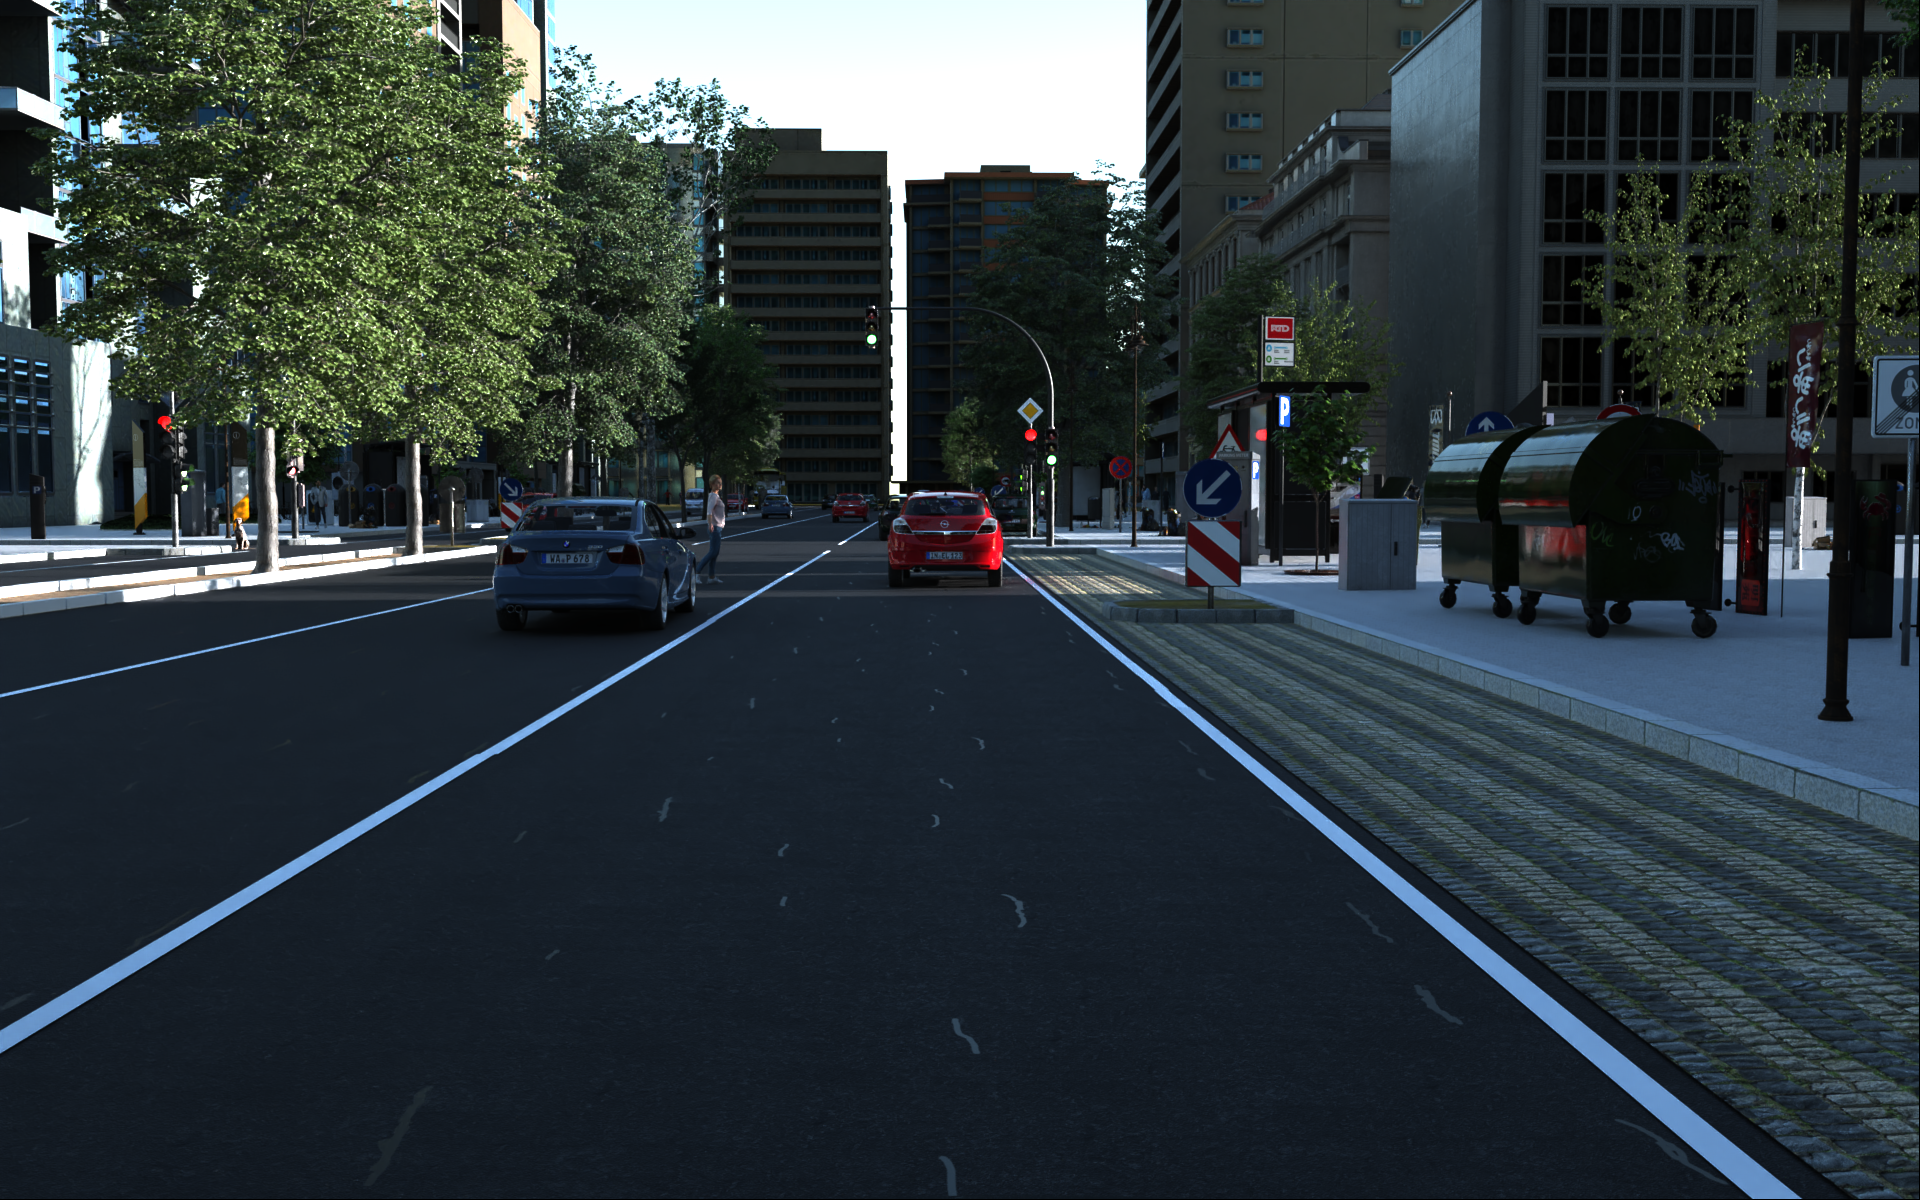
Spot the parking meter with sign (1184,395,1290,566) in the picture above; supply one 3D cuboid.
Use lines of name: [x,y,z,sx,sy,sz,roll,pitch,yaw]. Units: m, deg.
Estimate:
parking meter with sign: [5.010,-2.138,31.217,1.738,3.016,0.543,2,4,31]

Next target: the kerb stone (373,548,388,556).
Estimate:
kerb stone: [-13.586,-1.104,40.303,0.120,0.150,1.000,0,4,-1]

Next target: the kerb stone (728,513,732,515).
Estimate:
kerb stone: [-15.086,-5.527,112.564,0.120,0.150,1.000,0,4,-1]

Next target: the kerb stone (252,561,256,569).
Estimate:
kerb stone: [-13.442,-0.667,33.126,0.120,0.150,1.000,0,4,-1]

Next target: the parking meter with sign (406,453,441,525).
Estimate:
parking meter with sign: [-22.240,-4.582,71.172,1.738,3.016,0.543,-1,4,-8]

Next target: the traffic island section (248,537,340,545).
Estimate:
traffic island section: [-19.182,-1.692,49.946,2.009,0.180,2.903,0,4,-1]

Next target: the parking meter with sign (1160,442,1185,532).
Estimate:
parking meter with sign: [7.544,-3.759,57.714,1.738,3.016,0.543,1,4,13]

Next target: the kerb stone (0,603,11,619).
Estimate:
kerb stone: [-11.073,0.142,19.868,0.120,0.150,1.000,0,4,-1]

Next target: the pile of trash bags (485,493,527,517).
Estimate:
pile of trash bags: [-25.960,-5.406,98.141,1.912,1.369,3.447,0,4,7]

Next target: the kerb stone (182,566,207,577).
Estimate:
kerb stone: [-13.387,-0.479,30.060,0.120,0.150,1.000,0,4,-1]

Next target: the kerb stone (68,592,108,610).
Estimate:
kerb stone: [-11.122,0.026,21.924,0.120,0.150,1.000,0,4,-1]

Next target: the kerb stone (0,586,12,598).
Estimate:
kerb stone: [-13.256,-0.099,23.917,0.120,0.150,1.000,0,4,-1]

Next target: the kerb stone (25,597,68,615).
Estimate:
kerb stone: [-11.099,0.079,20.897,0.120,0.150,1.000,0,4,-1]

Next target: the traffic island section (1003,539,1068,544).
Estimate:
traffic island section: [2.055,-1.718,50.378,2.009,0.180,2.903,0,4,-1]

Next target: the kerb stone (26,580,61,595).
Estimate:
kerb stone: [-13.288,-0.168,24.938,0.120,0.150,1.000,0,4,-1]

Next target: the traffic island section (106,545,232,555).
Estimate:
traffic island section: [-19.017,-1.204,41.962,2.009,0.180,2.903,0,4,-1]

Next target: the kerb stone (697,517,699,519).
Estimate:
kerb stone: [-14.757,-4.524,96.167,0.120,0.150,1.000,0,4,-1]

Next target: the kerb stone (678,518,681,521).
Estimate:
kerb stone: [-14.601,-4.086,88.994,0.120,0.150,1.000,0,4,-1]

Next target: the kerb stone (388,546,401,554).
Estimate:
kerb stone: [-13.615,-1.167,41.324,0.120,0.150,1.000,0,4,-1]

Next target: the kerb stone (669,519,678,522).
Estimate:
kerb stone: [-14.580,-4.023,87.972,0.120,0.150,1.000,0,4,-1]

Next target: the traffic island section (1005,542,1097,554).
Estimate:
traffic island section: [2.220,-1.230,42.395,2.009,0.180,2.903,0,4,-1]

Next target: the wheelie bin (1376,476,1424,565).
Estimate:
wheelie bin: [7.903,-1.427,31.232,0.693,1.594,0.980,-2,4,-28]

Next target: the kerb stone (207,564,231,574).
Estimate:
kerb stone: [-13.400,-0.543,31.082,0.120,0.150,1.000,0,4,-1]

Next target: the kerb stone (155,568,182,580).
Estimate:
kerb stone: [-13.365,-0.418,29.030,0.120,0.150,1.000,0,4,-1]

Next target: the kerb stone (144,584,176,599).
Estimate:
kerb stone: [-11.166,-0.109,23.984,0.120,0.150,1.000,0,4,-1]

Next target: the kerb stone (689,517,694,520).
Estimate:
kerb stone: [-14.708,-4.395,94.110,0.120,0.150,1.000,0,4,-1]

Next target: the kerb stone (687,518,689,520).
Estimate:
kerb stone: [-14.664,-4.273,92.062,0.120,0.150,1.000,0,4,-1]

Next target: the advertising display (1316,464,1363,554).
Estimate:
advertising display: [8.145,-1.957,37.214,0.974,1.923,0.123,1,4,19]

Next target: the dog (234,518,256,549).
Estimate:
dog: [-18.620,-1.731,45.142,0.513,0.831,0.800,2,4,34]

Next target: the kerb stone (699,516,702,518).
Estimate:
kerb stone: [-14.769,-4.585,97.199,0.120,0.150,1.000,0,4,-1]

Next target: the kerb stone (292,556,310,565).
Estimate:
kerb stone: [-13.489,-0.794,35.178,0.120,0.150,1.000,0,4,-1]

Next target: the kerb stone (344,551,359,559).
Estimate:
kerb stone: [-13.555,-0.982,38.256,0.120,0.150,1.000,0,4,-1]

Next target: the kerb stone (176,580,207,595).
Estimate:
kerb stone: [-11.173,-0.168,25.006,0.120,0.150,1.000,0,4,-1]

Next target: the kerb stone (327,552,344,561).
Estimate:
kerb stone: [-13.532,-0.913,37.234,0.120,0.150,1.000,0,4,-1]

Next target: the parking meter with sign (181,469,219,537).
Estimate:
parking meter with sign: [-23.166,-3.432,52.375,0.543,3.016,1.738,1,4,14]

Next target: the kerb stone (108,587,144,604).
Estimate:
kerb stone: [-11.136,-0.047,22.962,0.120,0.150,1.000,0,4,-1]

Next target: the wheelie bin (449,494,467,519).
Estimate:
wheelie bin: [-24.546,-4.676,84.356,0.980,1.594,0.693,-3,5,-39]

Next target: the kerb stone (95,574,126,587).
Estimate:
kerb stone: [-13.320,-0.289,26.982,0.120,0.150,1.000,0,4,-1]

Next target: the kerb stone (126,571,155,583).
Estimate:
kerb stone: [-13.343,-0.348,28.009,0.120,0.150,1.000,0,4,-1]

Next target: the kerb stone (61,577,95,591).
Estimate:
kerb stone: [-13.299,-0.230,25.960,0.120,0.150,1.000,0,4,-1]

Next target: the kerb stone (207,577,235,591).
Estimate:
kerb stone: [-11.195,-0.234,26.028,0.120,0.150,1.000,0,4,-1]

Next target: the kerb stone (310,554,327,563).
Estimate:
kerb stone: [-13.513,-0.857,36.212,0.120,0.150,1.000,0,4,-1]

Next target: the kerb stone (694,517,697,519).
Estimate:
kerb stone: [-14.724,-4.461,95.135,0.120,0.150,1.000,0,4,-1]

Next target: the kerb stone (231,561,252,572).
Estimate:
kerb stone: [-13.426,-0.602,32.104,0.120,0.150,1.000,0,4,-1]

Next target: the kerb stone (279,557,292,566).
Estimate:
kerb stone: [-13.469,-0.732,34.156,0.120,0.150,1.000,0,4,-1]

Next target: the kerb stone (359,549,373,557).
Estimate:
kerb stone: [-13.579,-1.045,39.277,0.120,0.150,1.000,0,4,-1]

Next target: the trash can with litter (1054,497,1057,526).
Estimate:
trash can with litter: [4.017,-3.532,69.142,0.624,1.170,1.055,1,4,21]

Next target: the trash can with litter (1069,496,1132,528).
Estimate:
trash can with litter: [5.370,-3.308,65.137,2.233,1.210,1.678,2,4,29]

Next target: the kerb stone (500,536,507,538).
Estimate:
kerb stone: [-13.844,-1.830,52.117,0.120,0.150,1.000,0,4,-1]
